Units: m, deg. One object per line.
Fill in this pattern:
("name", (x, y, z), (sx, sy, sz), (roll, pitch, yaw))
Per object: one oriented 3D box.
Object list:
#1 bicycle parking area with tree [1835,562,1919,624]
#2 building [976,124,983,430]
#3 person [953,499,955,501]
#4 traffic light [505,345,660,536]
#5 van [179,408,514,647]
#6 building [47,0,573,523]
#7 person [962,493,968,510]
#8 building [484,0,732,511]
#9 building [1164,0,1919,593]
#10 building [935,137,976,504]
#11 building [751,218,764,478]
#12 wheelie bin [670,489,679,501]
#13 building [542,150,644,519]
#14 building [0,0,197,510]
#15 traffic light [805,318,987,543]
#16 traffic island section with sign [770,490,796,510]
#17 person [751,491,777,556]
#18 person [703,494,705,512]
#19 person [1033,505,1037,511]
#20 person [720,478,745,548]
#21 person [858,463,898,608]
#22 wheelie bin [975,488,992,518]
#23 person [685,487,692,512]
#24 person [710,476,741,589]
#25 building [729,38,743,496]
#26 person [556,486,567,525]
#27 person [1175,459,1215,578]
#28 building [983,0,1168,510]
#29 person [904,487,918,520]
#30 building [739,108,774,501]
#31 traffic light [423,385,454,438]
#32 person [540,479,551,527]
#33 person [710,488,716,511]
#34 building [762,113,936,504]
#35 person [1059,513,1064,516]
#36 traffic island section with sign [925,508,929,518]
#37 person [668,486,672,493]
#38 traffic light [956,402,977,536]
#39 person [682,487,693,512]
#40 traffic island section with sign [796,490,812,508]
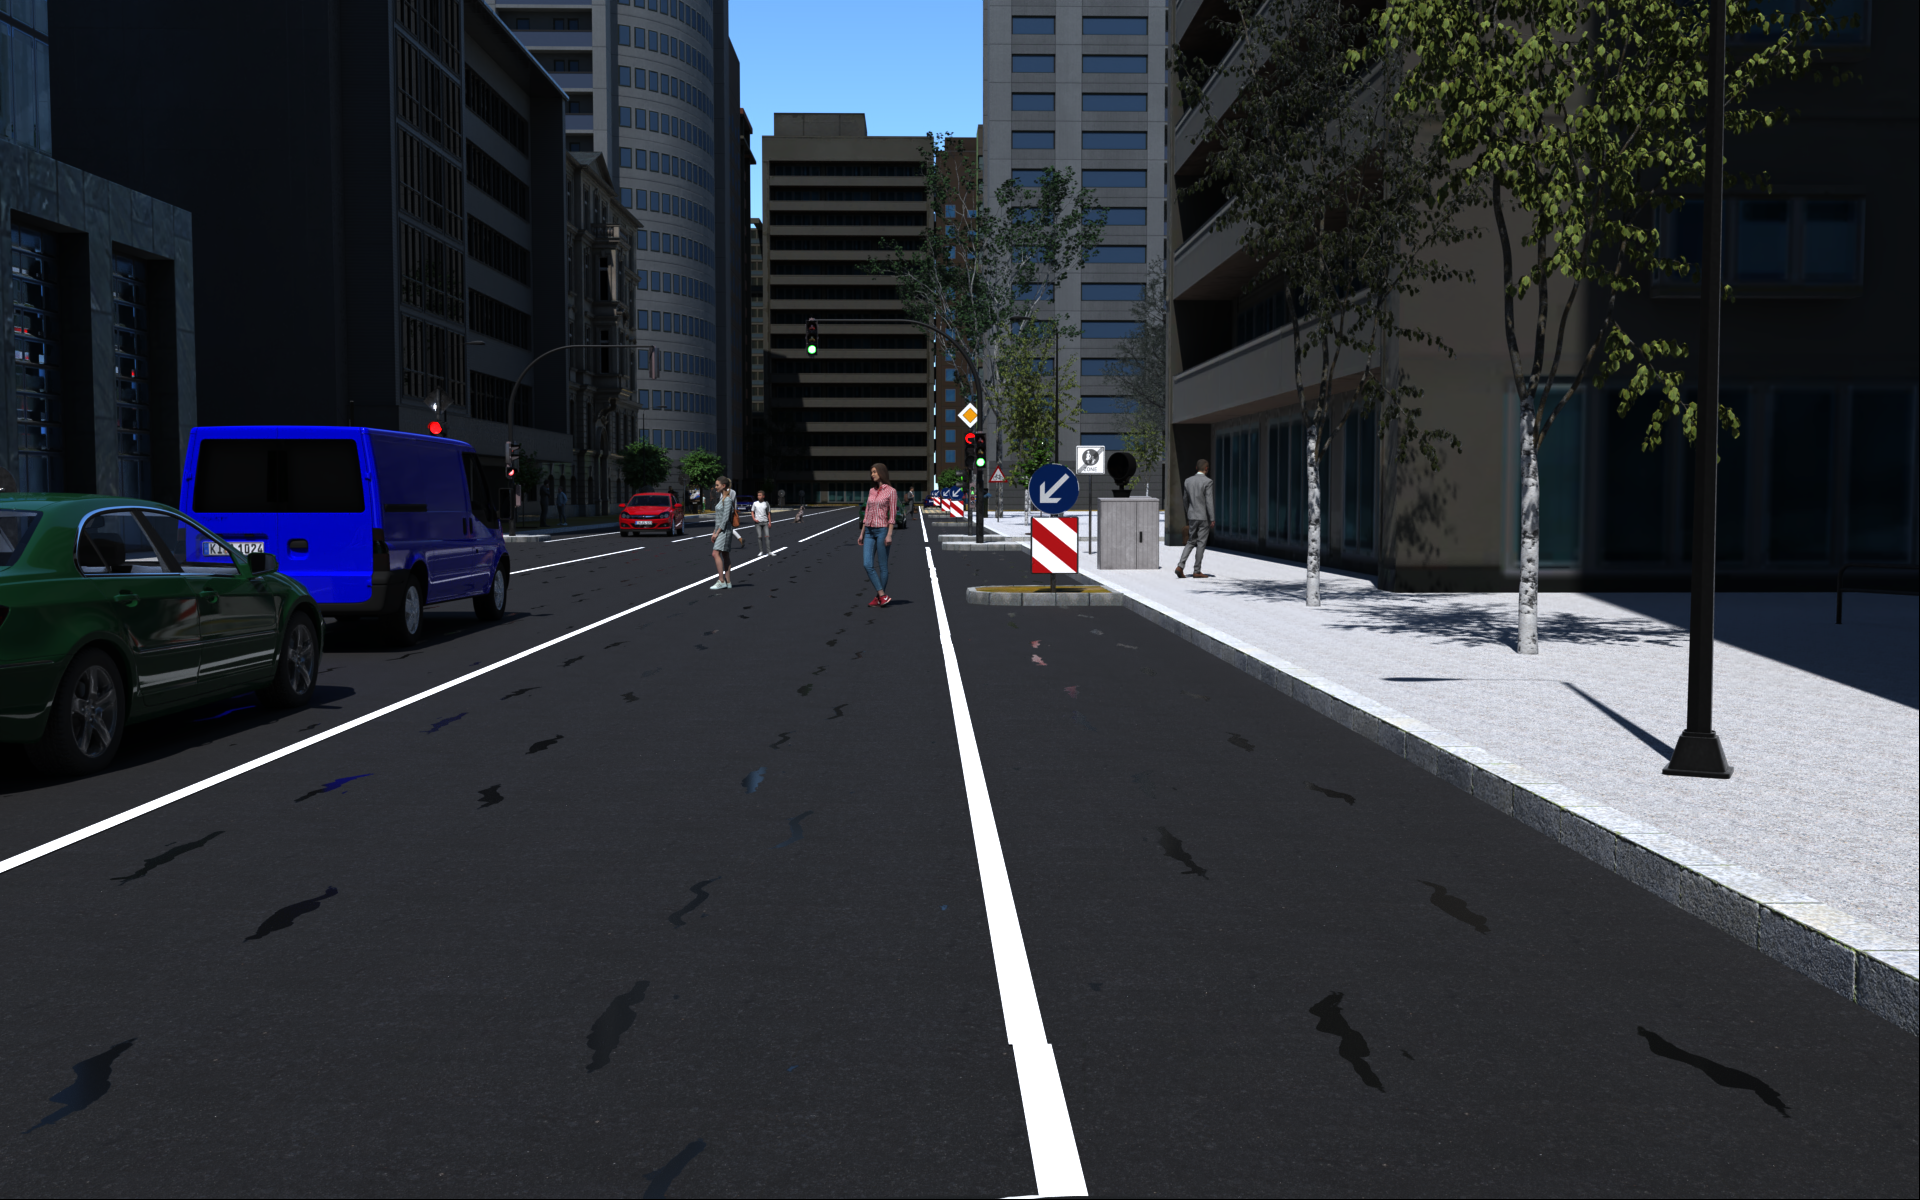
("bicycle parking area with tree", (13.099, -1.737, 15.400), (8.231, 4.147, 9.016), (-1, 4, -10))
("building", (8.798, -31.270, 194.866), (14.154, 41.232, 14.086), (0, 4, -1))
("person", (-0.664, -11.964, 202.449), (0.445, 1.727, 0.742), (-1, 4, -21))
("traffic light", (-11.574, -4.785, 52.908), (4.771, 5.953, 1.251), (0, 4, -1))
("van", (-6.103, -0.825, 17.869), (2.240, 2.365, 5.245), (0, 4, -1))
("building", (-25.423, -15.262, 68.607), (14.314, 24.678, 30.058), (0, 4, -1))
("person", (0.263, -8.100, 139.201), (0.721, 1.743, 1.217), (-3, 4, -36))
("building", (-30.773, -36.638, 141.035), (21.231, 58.520, 28.212), (0, 4, -1))
("building", (16.034, -24.956, 31.737), (21.300, 48.544, 21.600), (0, 4, -1))
("building", (4.016, -34.895, 220.642), (14.200, 45.320, 14.600), (0, 4, -1))
("building", (-36.892, -32.838, 228.786), (23.993, 40.220, 32.217), (0, 4, -1))
("wheelie bin", (-16.933, -5.767, 102.195), (0.693, 1.594, 0.980), (-1, 4, -10))
("building", (-26.723, -17.258, 101.252), (14.460, 24.649, 34.723), (0, 4, -1))
("building", (-32.780, -43.622, 25.887), (31.000, 86.520, 22.319), (0, 4, -1))
("traffic light", (-1.596, -4.302, 45.008), (4.771, 5.953, 1.251), (0, 4, -1))
("traffic island section with sign", (-15.916, -8.943, 154.853), (1.989, 1.847, 2.006), (0, 4, -1))
("person", (-4.532, -1.767, 39.989), (0.503, 1.515, 0.523), (-3, 5, -42))
("person", (-18.083, -6.830, 121.965), (0.306, 1.304, 0.590), (-1, 4, -11))
("person", (5.812, -7.637, 131.846), (0.756, 1.711, 0.436), (-1, 4, -14))
("person", (-5.974, -2.236, 44.935), (0.818, 1.842, 0.514), (1, 4, 13))
("person", (-1.058, -0.825, 22.002), (0.555, 1.821, 0.388), (2, 4, 27))
("wheelie bin", (1.231, -5.229, 93.407), (0.980, 1.594, 0.693), (0, 4, -3))
("person", (-20.010, -7.380, 126.892), (0.526, 1.800, 0.537), (-2, 4, -34))
("person", (-3.588, -1.027, 26.297), (0.522, 1.701, 0.512), (-1, 4, -20))
("building", (-28.217, -31.372, 163.050), (14.600, 45.320, 14.200), (0, 4, -1))
("person", (-16.438, -3.883, 71.340), (0.589, 1.601, 0.330), (3, 5, 43))
("person", (3.653, -1.242, 26.478), (0.709, 1.813, 0.853), (3, 5, 43))
("building", (12.494, -37.331, 152.356), (21.231, 58.520, 28.212), (0, 4, -1))
("person", (-2.724, -5.280, 94.787), (0.822, 1.834, 0.622), (0, 4, -1))
("building", (-35.782, -32.775, 190.487), (28.867, 44.769, 22.147), (0, 4, -1))
("traffic light", (-13.464, -3.420, 44.839), (0.839, 4.253, 0.868), (0, 4, -1))
("person", (-16.128, -3.766, 67.422), (0.447, 1.846, 0.655), (-2, 4, -32))
("person", (-18.763, -7.646, 131.608), (0.434, 1.755, 0.990), (-2, 4, -29))
("building", (-13.968, -36.697, 223.704), (21.600, 48.544, 21.300), (0, 4, -1))
("person", (3.563, -3.249, 60.971), (0.330, 1.601, 0.589), (0, 4, 0))
("traffic island section with sign", (-0.943, -5.893, 104.984), (1.989, 1.847, 2.006), (0, 4, -1))
("person", (-18.708, -6.382, 110.608), (0.699, 1.804, 1.509), (-3, 5, -44))
("traffic light", (0.294, -3.930, 53.184), (0.839, 4.253, 0.868), (0, 4, -1))
("person", (-19.470, -7.228, 124.430), (0.699, 1.804, 1.509), (-2, 4, -31))
("traffic island section with sign", (-16.594, -10.612, 182.128), (1.989, 1.847, 2.006), (0, 4, -1))
